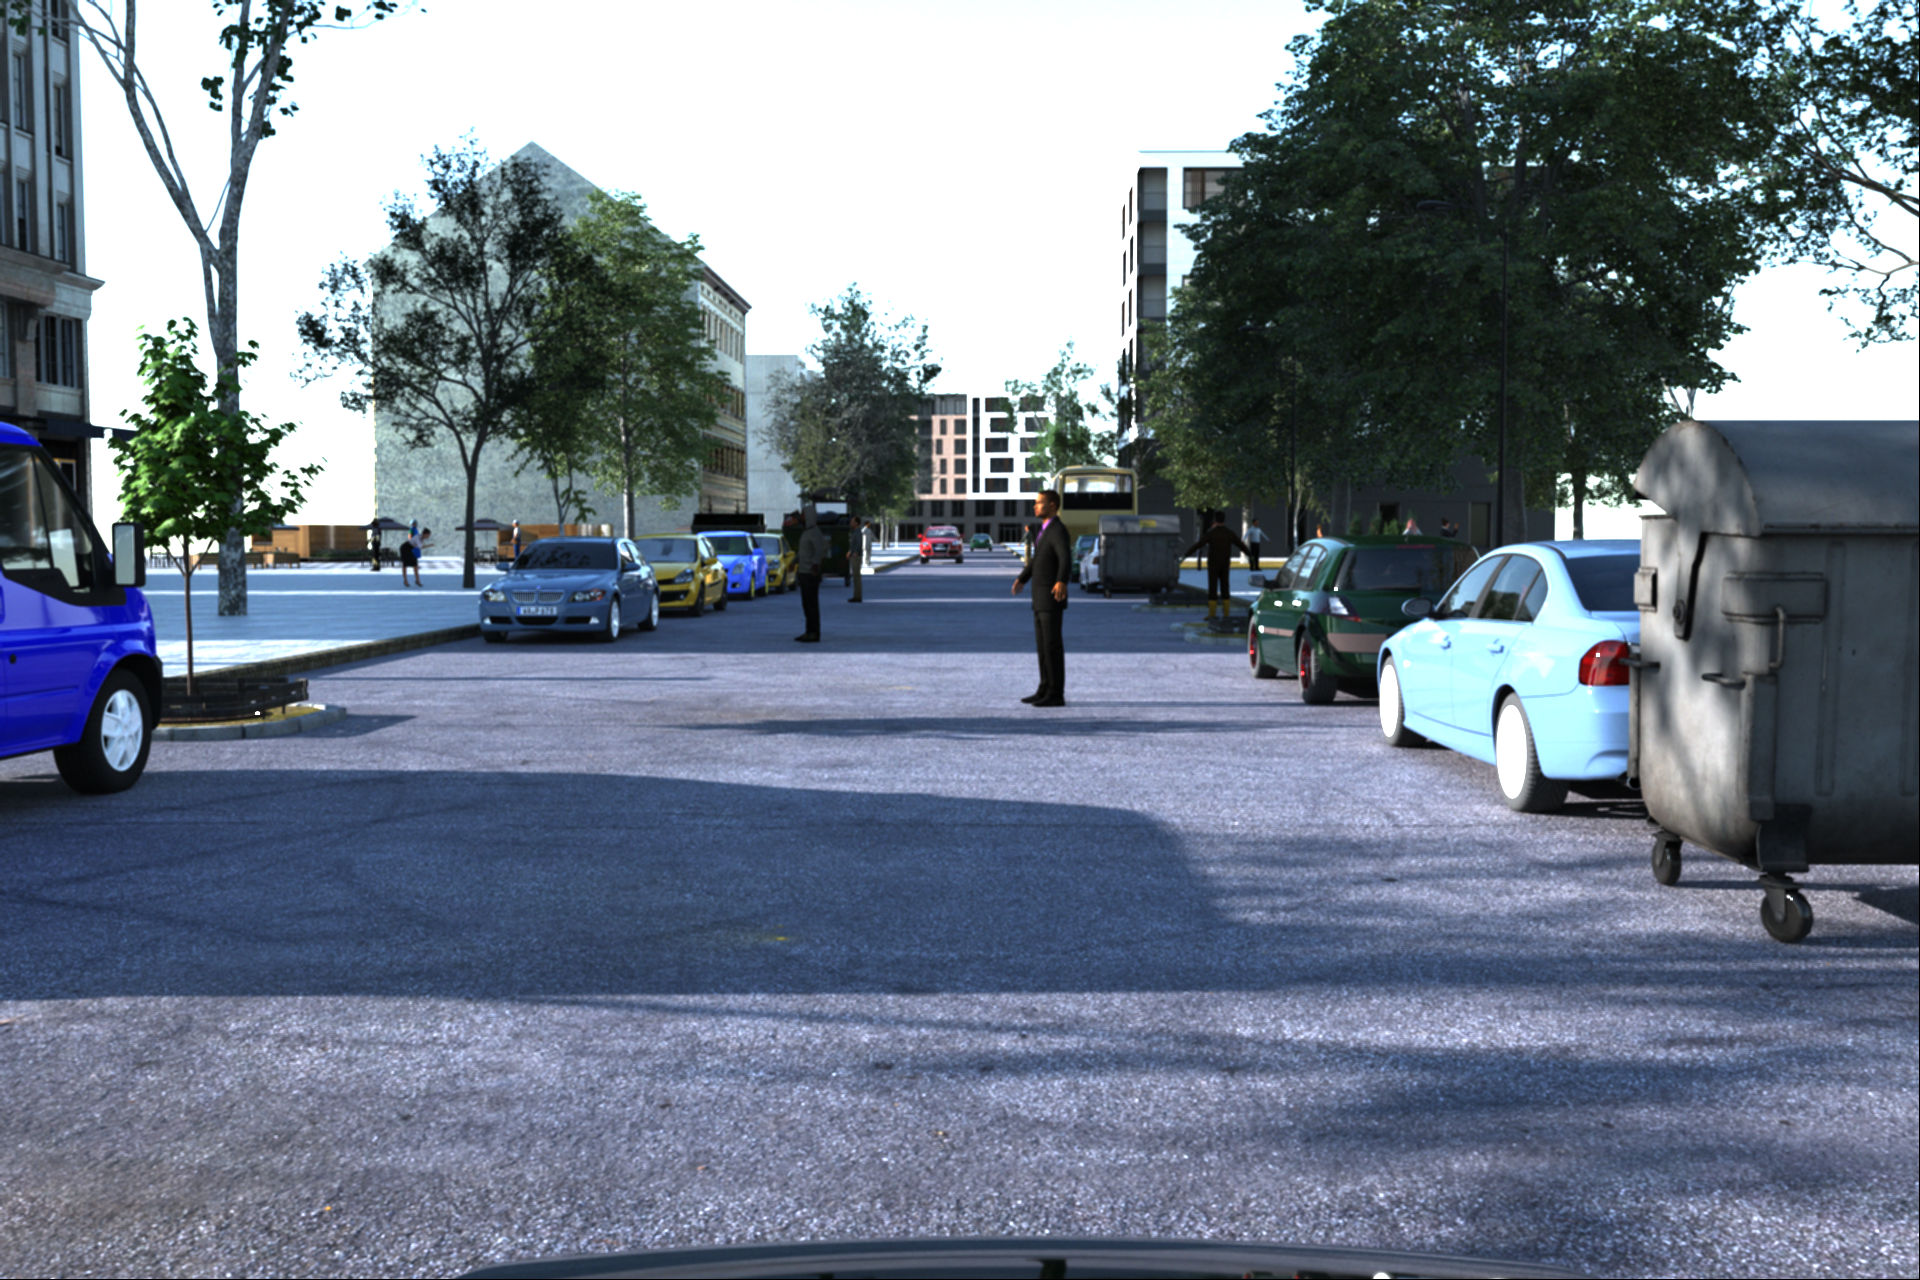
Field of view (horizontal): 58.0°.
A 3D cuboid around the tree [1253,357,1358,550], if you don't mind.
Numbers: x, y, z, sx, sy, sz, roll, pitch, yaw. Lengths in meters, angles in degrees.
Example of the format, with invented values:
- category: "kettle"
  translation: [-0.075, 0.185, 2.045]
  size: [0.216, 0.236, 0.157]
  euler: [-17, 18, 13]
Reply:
- category: "tree"
  translation: [12.562, -7.008, 64.940]
  size: [4.360, 8.622, 3.978]
  euler: [0, 3, 0]

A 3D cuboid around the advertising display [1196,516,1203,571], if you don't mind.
- category: "advertising display"
  translation: [8.411, -3.407, 60.912]
  size: [0.123, 1.923, 0.974]
  euler: [0, 4, 1]

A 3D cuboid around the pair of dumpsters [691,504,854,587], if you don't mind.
- category: "pair of dumpsters"
  translation: [-5.081, -2.587, 47.242]
  size: [4.436, 2.255, 1.574]
  euler: [0, 4, 1]

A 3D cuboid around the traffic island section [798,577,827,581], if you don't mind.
- category: "traffic island section"
  translation: [-5.134, -1.867, 53.389]
  size: [1.991, 0.108, 1.994]
  euler: [0, 4, 1]

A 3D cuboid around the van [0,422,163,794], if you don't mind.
- category: "van"
  translation: [-5.594, -0.213, 7.862]
  size: [2.240, 2.365, 5.245]
  euler: [0, 4, 0]

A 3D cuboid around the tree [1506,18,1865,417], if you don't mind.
- category: "tree"
  translation: [25.938, -12.796, 65.107]
  size: [12.611, 20.169, 13.585]
  euler: [0, 3, 0]

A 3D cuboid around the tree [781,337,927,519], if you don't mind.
- category: "tree"
  translation: [-7.015, -12.600, 112.667]
  size: [9.857, 13.997, 8.962]
  euler: [0, 3, 0]

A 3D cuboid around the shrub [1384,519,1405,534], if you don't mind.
- category: "shrub"
  translation: [20.297, -4.667, 80.730]
  size: [1.690, 2.028, 1.600]
  euler: [0, 3, 0]

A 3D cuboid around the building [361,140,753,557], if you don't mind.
- category: "building"
  translation: [-23.657, -16.840, 106.257]
  size: [19.493, 23.208, 18.063]
  euler: [0, 4, 1]

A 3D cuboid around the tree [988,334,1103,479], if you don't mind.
- category: "tree"
  translation: [8.974, -19.005, 166.628]
  size: [12.611, 20.169, 13.585]
  euler: [0, 3, 0]

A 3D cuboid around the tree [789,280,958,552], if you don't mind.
- category: "tree"
  translation: [-6.545, -16.609, 127.447]
  size: [12.611, 20.169, 13.585]
  euler: [0, 3, 0]

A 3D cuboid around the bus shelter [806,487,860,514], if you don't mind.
- category: "bus shelter"
  translation: [-5.586, -5.074, 76.885]
  size: [2.014, 3.302, 5.546]
  euler: [0, 3, 0]

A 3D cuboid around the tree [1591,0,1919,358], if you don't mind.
- category: "tree"
  translation: [10.025, -5.022, 16.516]
  size: [8.767, 10.594, 7.601]
  euler: [3, 4, 38]

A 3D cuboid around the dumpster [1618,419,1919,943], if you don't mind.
- category: "dumpster"
  translation: [3.593, 0.103, 6.532]
  size: [1.865, 1.857, 1.264]
  euler: [0, 4, 0]

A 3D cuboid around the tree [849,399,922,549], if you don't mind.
- category: "tree"
  translation: [-6.668, -13.822, 144.110]
  size: [7.486, 12.596, 7.792]
  euler: [0, 3, 0]

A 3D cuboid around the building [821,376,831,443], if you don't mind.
- category: "building"
  translation: [-21.470, -21.505, 208.018]
  size: [16.016, 20.090, 11.380]
  euler: [0, 4, 1]

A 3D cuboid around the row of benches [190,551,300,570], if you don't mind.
- category: "row of benches"
  translation: [-26.273, -2.939, 63.514]
  size: [1.422, 0.672, 4.104]
  euler: [3, 4, 39]

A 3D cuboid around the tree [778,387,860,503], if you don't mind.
- category: "tree"
  translation: [-7.244, -8.359, 87.030]
  size: [4.360, 8.622, 3.978]
  euler: [0, 3, 0]

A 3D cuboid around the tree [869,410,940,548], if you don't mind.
- category: "tree"
  translation: [-6.607, -15.233, 159.429]
  size: [12.009, 13.543, 11.850]
  euler: [0, 3, 0]

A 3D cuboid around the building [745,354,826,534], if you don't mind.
- category: "building"
  translation: [-24.051, -19.548, 186.061]
  size: [16.747, 18.905, 31.486]
  euler: [0, 4, 1]

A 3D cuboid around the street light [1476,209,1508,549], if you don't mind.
- category: "street light"
  translation: [8.148, -3.164, 24.273]
  size: [1.470, 5.913, 1.316]
  euler: [0, 4, 1]

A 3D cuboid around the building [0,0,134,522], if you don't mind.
- category: "building"
  translation: [-31.544, -18.348, 46.104]
  size: [12.429, 33.558, 17.177]
  euler: [0, 4, 1]

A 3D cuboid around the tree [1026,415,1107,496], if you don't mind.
- category: "tree"
  translation: [9.379, -13.869, 152.520]
  size: [9.928, 11.665, 9.643]
  euler: [0, 3, 0]

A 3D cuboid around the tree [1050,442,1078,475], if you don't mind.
- category: "tree"
  translation: [8.724, -11.048, 130.999]
  size: [4.737, 8.622, 4.395]
  euler: [0, 3, 0]

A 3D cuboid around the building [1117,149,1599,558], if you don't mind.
- category: "building"
  translation: [23.669, -16.193, 108.732]
  size: [27.936, 21.610, 32.646]
  euler: [0, 4, 1]

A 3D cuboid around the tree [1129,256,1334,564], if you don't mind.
- category: "tree"
  translation: [12.448, -10.309, 75.211]
  size: [9.857, 13.997, 8.962]
  euler: [0, 3, 0]

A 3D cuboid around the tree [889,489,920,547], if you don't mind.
- category: "tree"
  translation: [-6.344, -13.356, 168.732]
  size: [4.360, 8.622, 3.978]
  euler: [0, 3, 0]

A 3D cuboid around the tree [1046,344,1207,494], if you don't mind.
- category: "tree"
  translation: [8.354, -9.279, 86.129]
  size: [8.767, 10.594, 7.601]
  euler: [1, 4, 10]

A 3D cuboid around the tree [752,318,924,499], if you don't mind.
- category: "tree"
  translation: [-7.063, -11.493, 98.279]
  size: [12.009, 13.543, 11.850]
  euler: [0, 3, 0]

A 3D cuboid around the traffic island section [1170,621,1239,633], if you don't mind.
- category: "traffic island section"
  translation: [4.156, -0.173, 25.700]
  size: [1.991, 0.108, 1.994]
  euler: [0, 4, 1]

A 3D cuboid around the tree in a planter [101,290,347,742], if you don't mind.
- category: "tree in a planter"
  translation: [-5.754, -0.956, 12.855]
  size: [1.991, 3.239, 1.994]
  euler: [0, 4, 1]

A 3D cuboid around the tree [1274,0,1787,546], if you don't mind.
- category: "tree"
  translation: [10.261, -7.672, 32.088]
  size: [9.857, 13.997, 8.962]
  euler: [0, 3, 0]

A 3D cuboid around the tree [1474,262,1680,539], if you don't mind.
- category: "tree"
  translation: [28.139, -10.534, 78.893]
  size: [9.857, 13.997, 8.962]
  euler: [0, 3, 0]

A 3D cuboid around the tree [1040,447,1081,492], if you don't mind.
- category: "tree"
  translation: [8.699, -11.498, 138.360]
  size: [4.360, 8.622, 3.978]
  euler: [0, 3, 0]

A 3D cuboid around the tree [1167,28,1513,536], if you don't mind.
- category: "tree"
  translation: [10.110, -8.489, 45.449]
  size: [9.857, 13.997, 8.962]
  euler: [0, 3, 0]

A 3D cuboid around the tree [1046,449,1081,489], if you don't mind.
- category: "tree"
  translation: [8.583, -11.906, 145.027]
  size: [4.360, 8.622, 3.978]
  euler: [0, 3, 0]

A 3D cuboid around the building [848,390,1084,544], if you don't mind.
- category: "building"
  translation: [1.309, -25.283, 259.807]
  size: [32.646, 21.610, 27.936]
  euler: [1, 4, 10]

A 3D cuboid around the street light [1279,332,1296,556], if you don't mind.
- category: "street light"
  translation: [8.014, -4.054, 38.823]
  size: [1.470, 5.913, 1.316]
  euler: [0, 4, 1]

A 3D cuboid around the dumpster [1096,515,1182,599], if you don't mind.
- category: "dumpster"
  translation: [4.011, -1.879, 38.934]
  size: [1.865, 1.857, 1.264]
  euler: [0, 4, 1]
